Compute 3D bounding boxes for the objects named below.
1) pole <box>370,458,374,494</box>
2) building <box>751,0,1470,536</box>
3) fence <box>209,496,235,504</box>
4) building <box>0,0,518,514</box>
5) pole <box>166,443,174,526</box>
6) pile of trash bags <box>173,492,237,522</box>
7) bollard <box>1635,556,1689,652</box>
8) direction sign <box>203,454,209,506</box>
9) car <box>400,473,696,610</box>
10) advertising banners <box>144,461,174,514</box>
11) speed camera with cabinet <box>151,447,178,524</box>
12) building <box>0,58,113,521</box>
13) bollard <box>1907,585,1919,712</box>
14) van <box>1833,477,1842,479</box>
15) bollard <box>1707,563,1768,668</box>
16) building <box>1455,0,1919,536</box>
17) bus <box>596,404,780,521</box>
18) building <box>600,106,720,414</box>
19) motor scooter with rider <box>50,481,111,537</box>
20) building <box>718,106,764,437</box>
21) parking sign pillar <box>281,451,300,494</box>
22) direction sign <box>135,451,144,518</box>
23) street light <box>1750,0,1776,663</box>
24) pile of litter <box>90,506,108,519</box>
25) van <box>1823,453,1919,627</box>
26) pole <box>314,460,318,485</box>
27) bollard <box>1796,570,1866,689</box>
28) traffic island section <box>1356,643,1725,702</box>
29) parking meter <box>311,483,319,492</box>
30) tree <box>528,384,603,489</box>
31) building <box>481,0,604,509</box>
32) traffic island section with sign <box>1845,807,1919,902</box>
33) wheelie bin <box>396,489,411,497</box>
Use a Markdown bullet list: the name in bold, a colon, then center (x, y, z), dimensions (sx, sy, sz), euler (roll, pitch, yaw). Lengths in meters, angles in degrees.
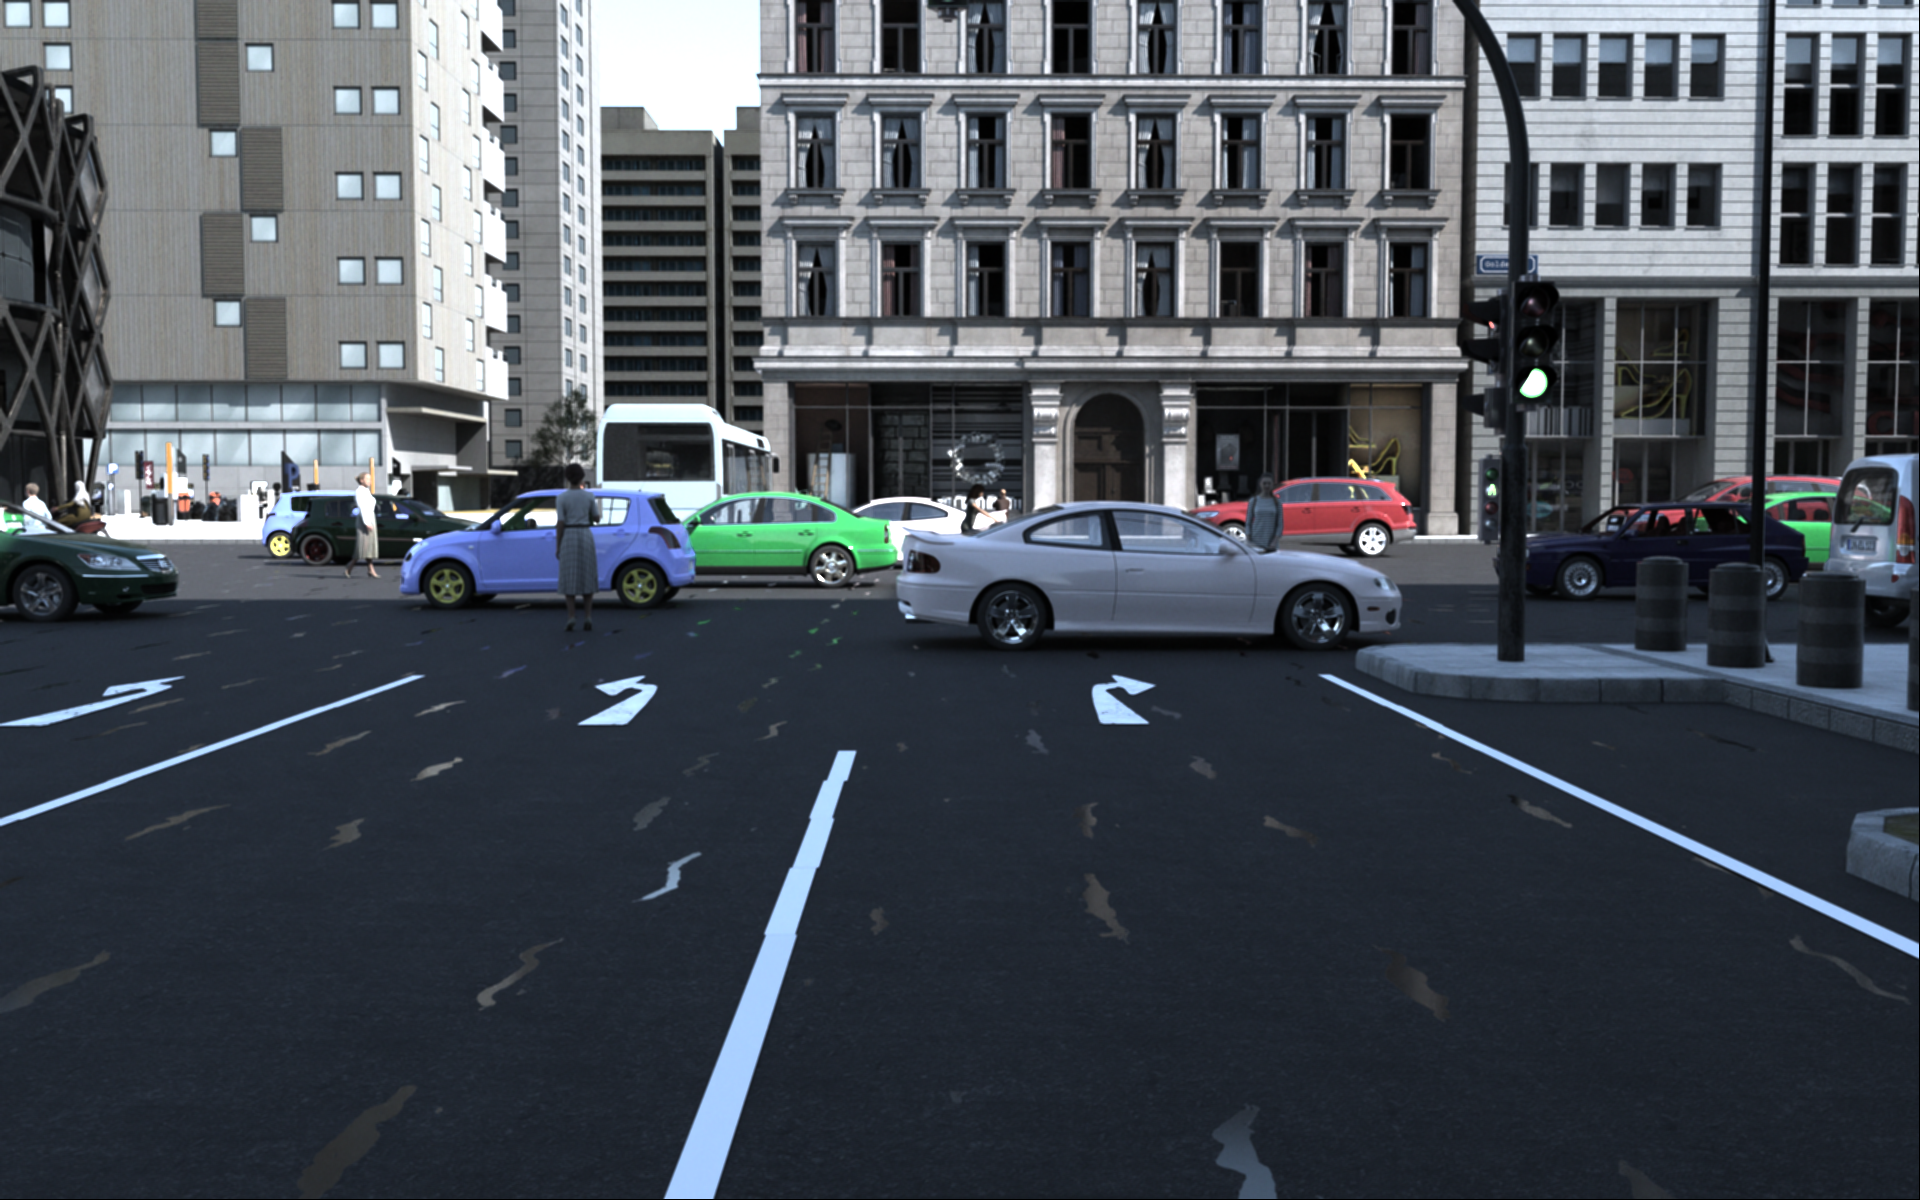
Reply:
- **pole**: center (-33.198, -6.358, 97.794), dimensions (0.158, 3.312, 0.155), euler (0, 3, 0)
- **building**: center (-4.736, -12.559, 56.243), dimensions (40.483, 20.767, 10.553), euler (0, 4, -1)
- **fence**: center (-35.472, -4.445, 83.872), dimensions (2.264, 1.192, 0.480), euler (1, 4, 16)
- **building**: center (-48.641, -32.690, 123.715), dimensions (28.713, 52.752, 27.495), euler (0, 4, -1)
- **pole**: center (-31.385, -4.584, 68.798), dimensions (0.158, 3.312, 0.155), euler (0, 3, 0)
- **pile of trash bags**: center (-38.124, -4.665, 86.027), dimensions (1.912, 1.369, 3.447), euler (1, 4, 22)
- **bollard**: center (5.785, 0.027, 14.283), dimensions (0.404, 0.777, 0.398), euler (0, 3, 0)
- **direction sign**: center (-43.044, -6.541, 98.941), dimensions (0.379, 3.537, 0.876), euler (0, 4, -5)
- **car**: center (-5.273, -0.775, 22.255), dimensions (3.694, 1.707, 1.945), euler (0, 4, -1)
- **advertising banners**: center (-42.350, -5.865, 92.080), dimensions (2.074, 3.025, 0.090), euler (0, 4, 0)
- **speed camera with cabinet**: center (-33.958, -4.866, 73.890), dimensions (0.660, 3.252, 2.038), euler (-3, 5, -40)
- **building**: center (-39.747, -11.760, 59.725), dimensions (16.811, 18.784, 16.820), euler (0, 4, -1)
- **bollard**: center (5.836, 0.274, 10.238), dimensions (0.404, 0.777, 0.398), euler (0, 3, 0)
- **van**: center (22.054, -2.337, 45.228), dimensions (2.013, 2.044, 4.112), euler (0, 4, -2)
- **bollard**: center (5.803, 0.109, 12.935), dimensions (0.404, 0.777, 0.398), euler (0, 3, 0)
- **building**: center (30.391, -17.162, 58.090), dimensions (29.804, 29.767, 11.434), euler (0, 4, -1)
- **bus**: center (-6.333, -2.894, 42.169), dimensions (2.948, 3.499, 13.247), euler (0, 4, -1)
- **building**: center (-40.393, -36.465, 219.896), dimensions (21.600, 48.544, 21.300), euler (0, 4, -1)
- **motor scooter with rider**: center (-20.843, -1.934, 40.583), dimensions (1.986, 1.779, 0.876), euler (0, 4, -2)
- **building**: center (-18.073, -36.468, 219.958), dimensions (21.600, 48.544, 21.300), euler (0, 4, -1)
- **parking sign pillar**: center (-42.059, -7.367, 108.917), dimensions (1.447, 3.967, 1.447), euler (1, 4, 14)
- **direction sign**: center (-43.097, -6.058, 91.049), dimensions (0.876, 3.537, 0.379), euler (3, 5, 40)
- **street light**: center (5.577, -2.485, 13.167), dimensions (1.470, 5.913, 1.316), euler (0, 4, -1)
- **pile of litter**: center (-43.898, -4.497, 87.485), dimensions (1.719, 0.858, 1.176), euler (-3, 5, -44)
- **van**: center (11.309, -0.672, 17.992), dimensions (4.112, 2.044, 2.013), euler (0, 4, -1)
- **pole**: center (-38.528, -6.716, 103.644), dimensions (0.158, 3.312, 0.155), euler (0, 3, 0)
- **bollard**: center (5.825, 0.191, 11.587), dimensions (0.404, 0.777, 0.398), euler (0, 3, 0)
- **traffic island section**: center (4.259, 0.545, 13.372), dimensions (2.009, 0.180, 2.903), euler (0, 4, -1)
- **parking meter**: center (-34.898, -5.386, 93.775), dimensions (0.399, 1.863, 0.255), euler (2, 4, 28)
- **tree**: center (-33.046, -12.969, 146.460), dimensions (7.601, 10.594, 8.767), euler (0, 4, 3)
- **building**: center (-44.937, -44.107, 159.398), dimensions (20.611, 71.187, 20.563), euler (0, 4, -1)
- **traffic island section with sign**: center (4.360, 0.154, 6.107), dimensions (1.989, 1.847, 2.006), euler (0, 4, -1)
- **wheelie bin**: center (-32.172, -5.637, 100.080), dimensions (0.693, 1.594, 0.980), euler (1, 4, 19)
